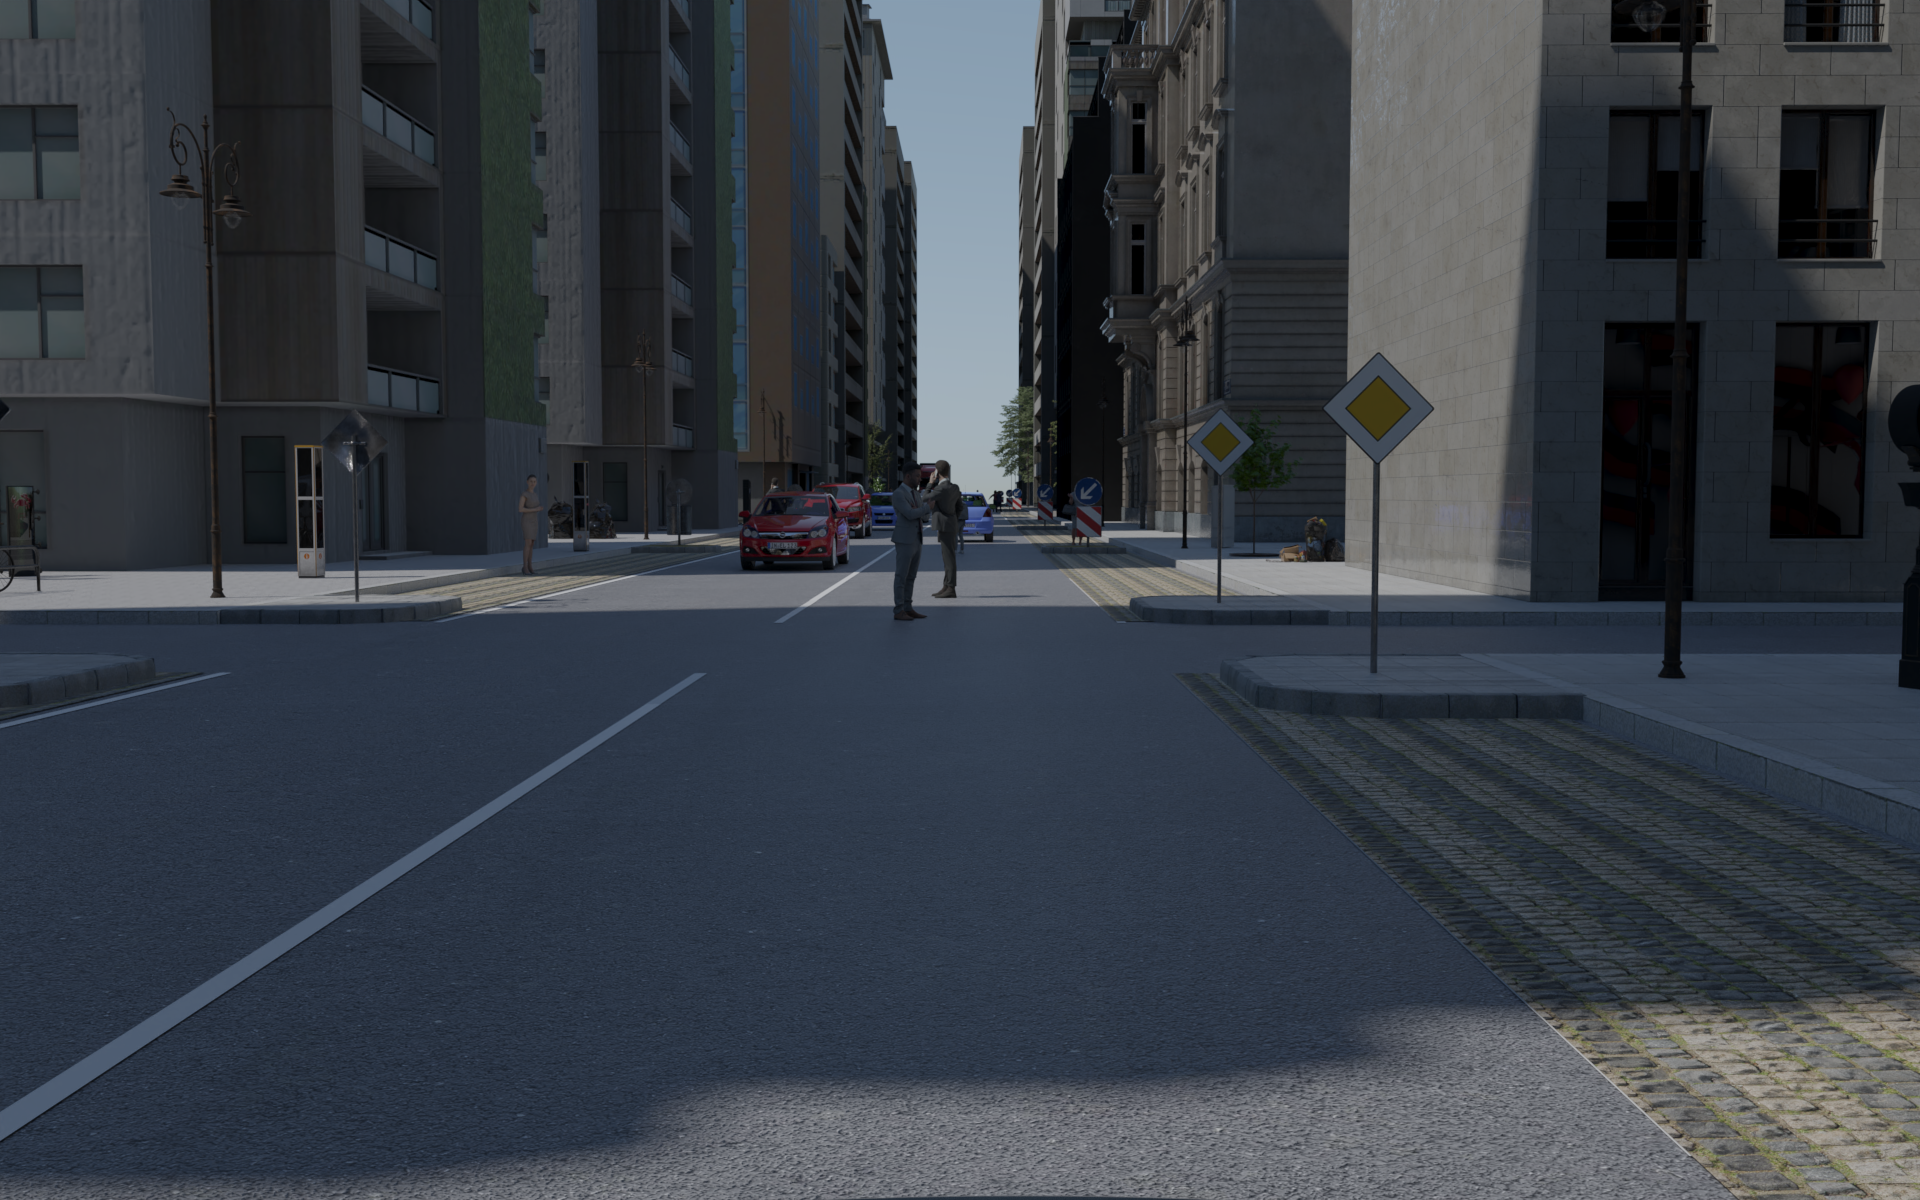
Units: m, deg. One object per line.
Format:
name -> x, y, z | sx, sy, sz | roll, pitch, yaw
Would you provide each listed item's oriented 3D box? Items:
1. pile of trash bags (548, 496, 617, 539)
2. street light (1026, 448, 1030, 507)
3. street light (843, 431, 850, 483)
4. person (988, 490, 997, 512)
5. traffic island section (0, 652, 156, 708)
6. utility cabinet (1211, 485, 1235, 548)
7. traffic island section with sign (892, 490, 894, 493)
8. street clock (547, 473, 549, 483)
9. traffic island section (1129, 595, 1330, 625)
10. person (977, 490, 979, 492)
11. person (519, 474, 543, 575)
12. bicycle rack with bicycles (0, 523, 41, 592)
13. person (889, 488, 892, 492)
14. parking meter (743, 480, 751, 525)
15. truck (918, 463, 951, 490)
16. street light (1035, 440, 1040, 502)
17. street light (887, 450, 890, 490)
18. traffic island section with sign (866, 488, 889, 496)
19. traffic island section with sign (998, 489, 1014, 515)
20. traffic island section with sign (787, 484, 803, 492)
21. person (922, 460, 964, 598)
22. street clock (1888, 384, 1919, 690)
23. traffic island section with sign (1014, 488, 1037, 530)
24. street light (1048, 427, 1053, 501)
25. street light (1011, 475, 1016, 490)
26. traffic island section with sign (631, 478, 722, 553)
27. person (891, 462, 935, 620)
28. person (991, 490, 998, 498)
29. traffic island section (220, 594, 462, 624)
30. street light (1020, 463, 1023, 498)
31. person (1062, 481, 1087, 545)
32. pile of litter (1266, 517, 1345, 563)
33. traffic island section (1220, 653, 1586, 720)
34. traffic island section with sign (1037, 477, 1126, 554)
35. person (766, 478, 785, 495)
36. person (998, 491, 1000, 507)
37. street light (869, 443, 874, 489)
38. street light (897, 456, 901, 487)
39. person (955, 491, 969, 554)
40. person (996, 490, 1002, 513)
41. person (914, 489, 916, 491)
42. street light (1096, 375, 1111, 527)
pile of trash bags -> -11.611, -2.475, 50.222 | 3.447, 1.369, 1.912 | 0, 4, 7
street light -> 6.743, -12.149, 171.428 | 0.468, 5.910, 1.993 | 0, 4, 1
street light -> -8.091, -9.268, 124.323 | 0.468, 5.910, 1.993 | 0, 4, 1
person -> 2.831, -7.916, 138.647 | 1.217, 1.743, 0.721 | 1, 4, 20
traffic island section -> -7.253, 0.595, 12.549 | 2.009, 0.180, 2.903 | 0, 4, 1
utility cabinet -> 6.272, -2.000, 41.384 | 0.318, 1.500, 1.173 | 1, 4, 21
traffic island section with sign -> -5.816, -8.471, 147.133 | 1.989, 1.847, 2.006 | 0, 4, 1
street clock -> -12.660, -2.922, 52.344 | 0.471, 2.002, 0.358 | 0, 4, -1
traffic island section -> 3.073, 0.114, 20.419 | 2.009, 0.180, 2.903 | 0, 4, 1
person -> 1.596, -9.197, 158.899 | 0.705, 1.821, 1.348 | -3, 5, -41
person -> -7.591, -1.335, 30.672 | 0.374, 1.781, 0.599 | 1, 4, 18
bicycle rack with bicycles -> -13.296, -0.523, 21.933 | 2.852, 0.926, 2.925 | 1, 4, 9
person -> -4.262, -5.985, 106.360 | 1.348, 1.823, 0.705 | 0, 4, -6
parking meter -> -8.607, -3.929, 69.942 | 0.255, 1.863, 0.399 | 0, 4, 8
truck -> -2.309, -10.330, 157.801 | 2.839, 4.237, 11.283 | 0, 4, 2
street light -> 6.497, -10.486, 144.227 | 0.468, 5.910, 1.993 | 0, 4, 1
street light -> -7.422, -12.695, 180.356 | 0.468, 5.910, 1.993 | 0, 4, 1
traffic island section with sign -> -6.117, -6.778, 119.444 | 1.989, 1.847, 2.006 | 0, 4, 1
traffic island section with sign -> 3.814, -6.797, 119.759 | 1.989, 1.847, 2.006 | 0, 4, 1
traffic island section with sign -> -6.654, -3.757, 70.050 | 1.989, 1.847, 2.006 | 0, 4, 1
person -> -0.249, -0.981, 23.906 | 0.474, 1.900, 0.648 | 1, 4, 16
street clock -> 6.353, -0.417, 11.393 | 0.471, 2.002, 0.358 | -1, 4, -18
traffic island section with sign -> 3.278, -3.722, 69.486 | 1.989, 1.847, 2.006 | 0, 4, 1
street light -> 6.126, -8.814, 116.900 | 0.468, 5.910, 1.993 | 0, 4, 1
street light -> 7.572, -17.247, 254.768 | 0.468, 5.910, 1.993 | 0, 4, 1
traffic island section with sign -> -6.938, -2.080, 42.639 | 1.989, 1.847, 2.006 | 0, 4, 1
person -> -0.527, -0.677, 19.751 | 0.466, 1.800, 0.511 | 1, 4, 13
person -> 3.395, -9.589, 165.368 | 1.348, 1.812, 0.705 | -2, 4, -30
traffic island section -> -7.168, 0.107, 20.533 | 2.009, 0.180, 2.903 | 0, 4, 1
street light -> 7.057, -13.889, 199.873 | 0.468, 5.910, 1.993 | 0, 4, 1
person -> 3.057, -2.255, 45.719 | 0.716, 1.782, 0.532 | 0, 4, 5
pile of litter -> 6.605, -1.160, 32.936 | 1.719, 0.858, 1.176 | 0, 4, -4
traffic island section -> 2.988, 0.602, 12.435 | 2.009, 0.180, 2.903 | 0, 4, 1
traffic island section with sign -> 2.971, -2.049, 42.132 | 1.989, 1.847, 2.006 | 0, 4, 1
person -> -5.302, -2.589, 50.187 | 0.648, 1.900, 0.474 | -3, 5, -41
person -> 4.375, -11.572, 197.725 | 0.705, 1.821, 1.348 | 0, 4, -4
street light -> -7.718, -10.983, 152.357 | 0.468, 5.910, 1.993 | 0, 4, 1
street light -> -7.273, -14.380, 207.896 | 0.468, 5.910, 1.993 | 0, 4, 1
person -> -0.037, -1.872, 41.710 | 0.523, 1.515, 0.503 | 0, 4, 6
person -> 3.064, -7.639, 134.312 | 0.530, 1.710, 0.541 | -3, 5, -40
person -> -3.472, -7.596, 132.676 | 1.348, 1.826, 0.705 | -3, 5, -44
street light -> 5.596, -5.807, 67.725 | 0.468, 5.910, 1.993 | 0, 4, 1
